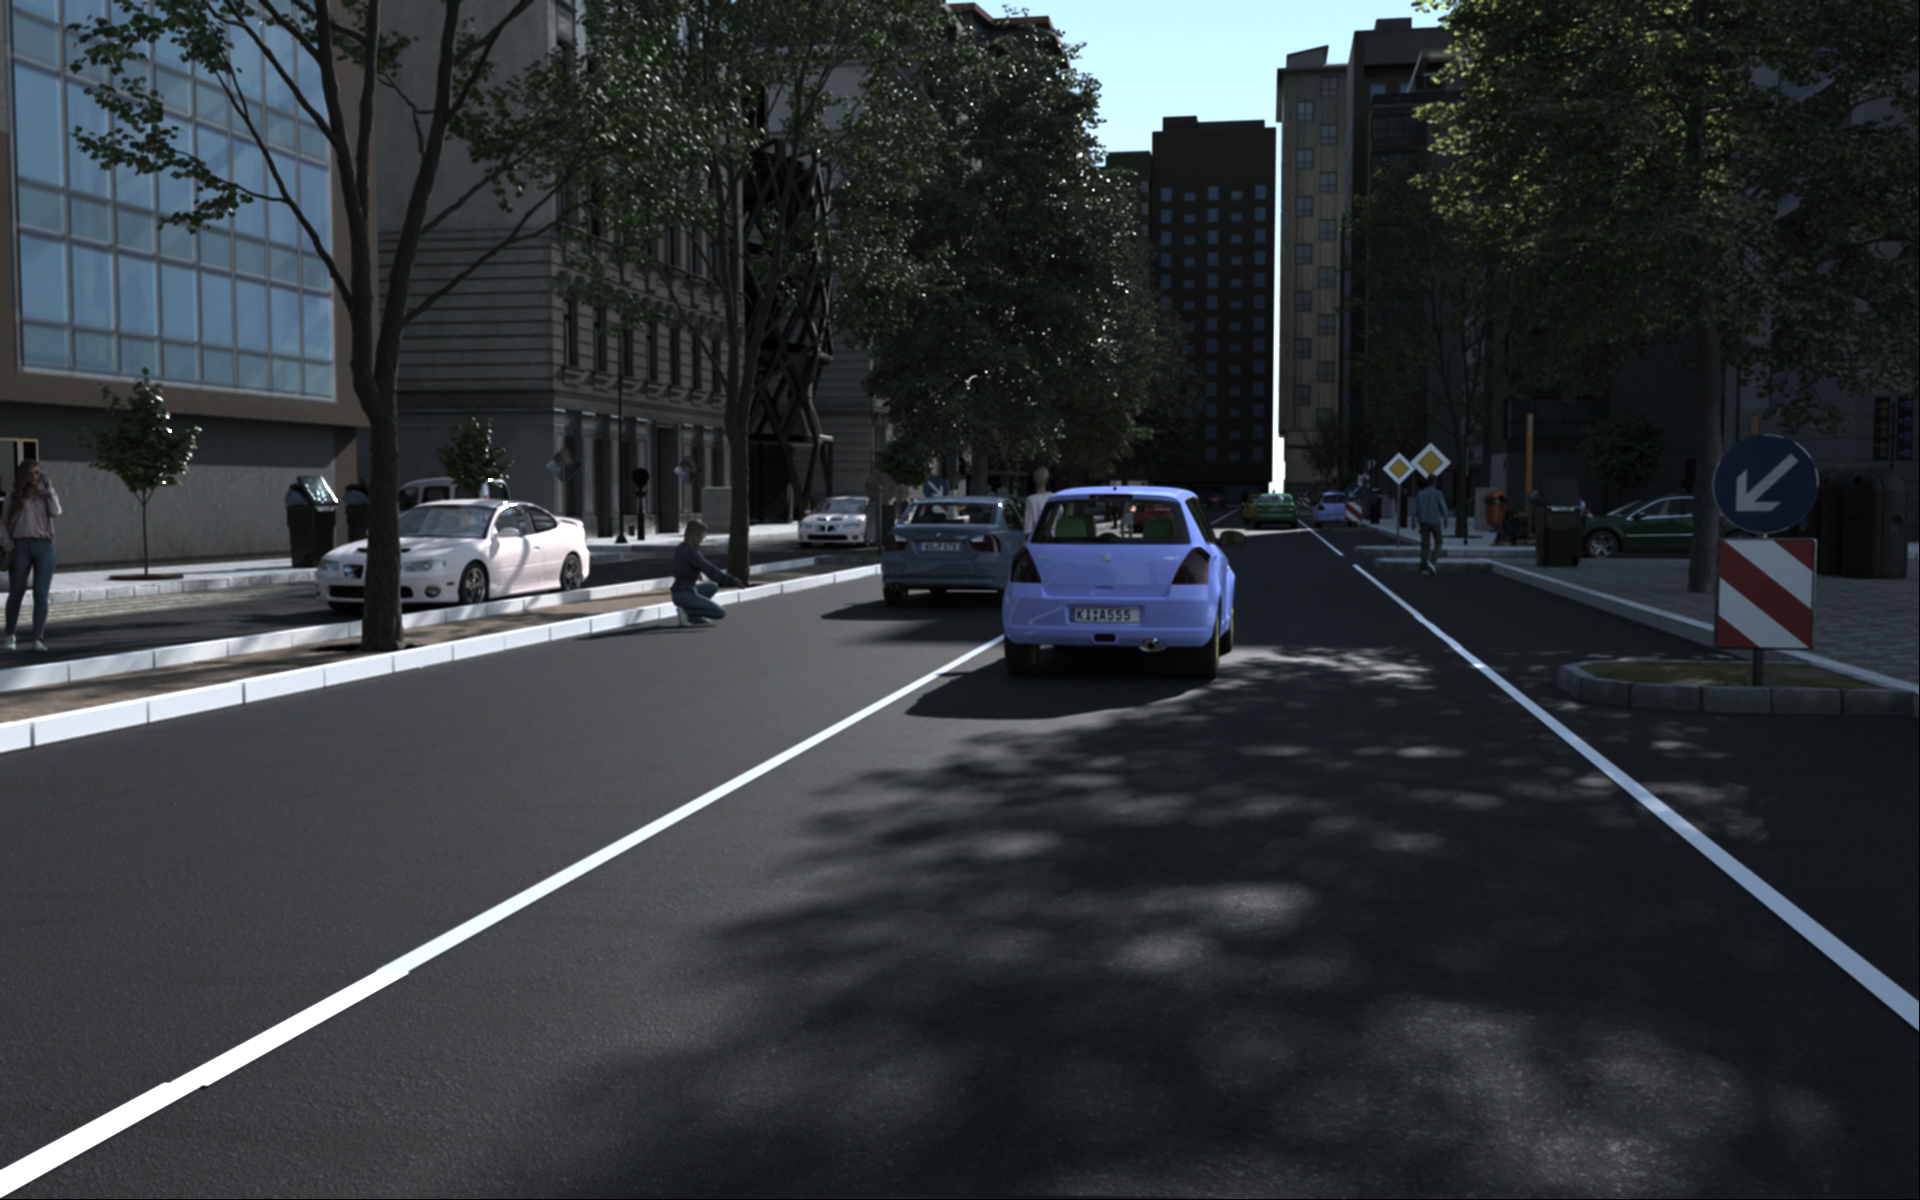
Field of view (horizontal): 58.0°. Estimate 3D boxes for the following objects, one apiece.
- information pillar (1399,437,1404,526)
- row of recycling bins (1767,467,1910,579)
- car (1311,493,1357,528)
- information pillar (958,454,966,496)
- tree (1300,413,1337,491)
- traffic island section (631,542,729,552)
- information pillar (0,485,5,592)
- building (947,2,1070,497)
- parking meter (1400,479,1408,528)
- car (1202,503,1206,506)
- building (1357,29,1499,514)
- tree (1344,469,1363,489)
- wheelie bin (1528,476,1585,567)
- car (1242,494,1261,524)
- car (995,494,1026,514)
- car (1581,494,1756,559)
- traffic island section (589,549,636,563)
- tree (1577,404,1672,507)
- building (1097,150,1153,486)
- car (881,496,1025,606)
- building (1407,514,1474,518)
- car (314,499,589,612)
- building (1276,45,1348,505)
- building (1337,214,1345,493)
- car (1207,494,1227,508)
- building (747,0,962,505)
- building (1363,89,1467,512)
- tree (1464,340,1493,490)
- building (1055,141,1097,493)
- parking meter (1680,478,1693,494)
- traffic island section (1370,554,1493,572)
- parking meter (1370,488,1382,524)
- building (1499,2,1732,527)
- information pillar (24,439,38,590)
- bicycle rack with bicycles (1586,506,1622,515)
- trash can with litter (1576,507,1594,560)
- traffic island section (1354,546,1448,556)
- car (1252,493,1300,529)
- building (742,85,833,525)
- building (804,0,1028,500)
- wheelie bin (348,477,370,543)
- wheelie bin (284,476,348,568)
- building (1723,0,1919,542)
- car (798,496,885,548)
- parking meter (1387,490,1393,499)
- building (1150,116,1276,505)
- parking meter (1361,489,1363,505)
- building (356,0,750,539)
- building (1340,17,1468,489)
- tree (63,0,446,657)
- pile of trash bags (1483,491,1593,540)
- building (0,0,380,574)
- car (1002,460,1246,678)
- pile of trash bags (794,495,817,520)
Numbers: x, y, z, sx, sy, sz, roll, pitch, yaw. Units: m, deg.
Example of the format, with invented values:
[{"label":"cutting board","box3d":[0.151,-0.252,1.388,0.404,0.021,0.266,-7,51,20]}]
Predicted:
[{"label":"information pillar","box3d":[17.955,-4.841,70.507,0.183,3.616,0.504,2,4,29]},{"label":"row of recycling bins","box3d":[14.064,-1.266,27.807,1.069,1.692,3.534,0,4,2]},{"label":"car","box3d":[16.063,-3.952,74.211,1.945,1.707,3.694,1,4,9]},{"label":"information pillar","box3d":[0.106,-6.636,99.855,0.504,3.616,0.183,2,4,34]},{"label":"tree","box3d":[33.248,-12.615,156.624,4.737,8.622,4.395,0,3,0]},{"label":"traffic island section","box3d":[-6.990,-1.357,44.463,2.009,0.180,2.903,1,4,10]},{"label":"information pillar","box3d":[-12.506,-1.115,22.729,0.304,2.012,0.304,-3,5,-41]},{"label":"building","box3d":[-1.773,-30.864,159.244,22.147,44.769,28.867,1,4,10]},{"label":"parking meter","box3d":[16.914,-3.686,65.970,0.255,1.863,0.399,1,4,13]},{"label":"car","box3d":[10.497,-4.341,81.192,2.015,1.641,3.980,1,4,11]},{"label":"building","box3d":[49.838,-27.659,144.113,32.217,40.220,23.993,1,4,10]},{"label":"tree","box3d":[27.049,-7.614,119.093,1.663,3.219,1.824,0,3,0]},{"label":"wheelie bin","box3d":[10.564,-1.399,30.778,0.980,1.594,0.693,0,4,0]},{"label":"car","box3d":[14.773,-4.559,84.762,2.015,1.641,3.980,1,4,12]},{"label":"car","box3d":[1.973,-3.899,75.547,2.131,1.459,4.920,1,4,11]},{"label":"car","box3d":[15.290,-1.585,37.714,4.920,1.459,2.131,0,4,8]},{"label":"traffic island section","box3d":[-8.378,-0.876,36.599,2.009,0.180,2.903,1,4,10]},{"label":"tree","box3d":[24.342,-4.880,63.503,4.285,4.588,4.351,0,3,0]},{"label":"building","box3d":[16.497,-32.203,210.112,14.086,41.232,14.154,1,4,10]},{"label":"car","box3d":[0.136,-0.701,23.471,2.014,1.417,4.499,1,4,11]},{"label":"building","box3d":[42.408,-24.926,99.413,32.217,40.220,23.993,1,4,10]},{"label":"car","box3d":[-6.416,-0.612,22.368,2.083,1.381,4.827,1,4,11]},{"label":"building","box3d":[52.245,-38.029,211.006,27.495,52.752,28.713,1,4,10]},{"label":"building","box3d":[46.194,-24.897,178.773,14.160,30.474,14.107,1,4,10]},{"label":"car","box3d":[26.880,-10.538,181.337,2.155,1.783,4.494,1,4,10]},{"label":"building","box3d":[-8.705,-19.111,99.847,14.401,28.519,23.554,1,4,10]},{"label":"building","box3d":[36.916,-21.754,127.374,14.160,30.474,14.107,1,4,10]},{"label":"tree","box3d":[25.916,-8.147,83.562,4.737,8.622,4.395,0,3,0]},{"label":"building","box3d":[6.686,-30.755,186.443,14.086,41.232,14.154,1,4,10]},{"label":"parking meter","box3d":[26.054,-3.452,62.145,0.255,1.863,0.399,0,4,-8]},{"label":"traffic island section","box3d":[9.094,-0.688,33.523,2.009,0.180,2.903,1,4,10]},{"label":"parking meter","box3d":[17.995,-4.078,75.087,0.372,1.533,0.369,0,3,0]},{"label":"building","box3d":[29.247,-18.350,71.719,14.160,30.474,14.107,1,4,10]},{"label":"information pillar","box3d":[-12.585,-1.147,23.252,0.304,2.012,0.304,1,4,14]},{"label":"bicycle rack with bicycles","box3d":[19.029,-2.356,51.902,2.925,0.926,2.852,0,4,-4]},{"label":"trash can with litter","box3d":[11.690,-1.353,33.513,1.055,1.170,0.624,-2,4,-34]},{"label":"traffic island section","box3d":[10.481,-1.169,41.387,2.009,0.180,2.903,1,4,10]},{"label":"car","box3d":[13.120,-3.861,71.919,1.959,1.807,4.718,1,4,11]},{"label":"building","box3d":[-14.273,-12.694,75.000,16.820,18.784,16.811,1,4,10]},{"label":"building","box3d":[-11.412,-27.023,133.712,32.217,40.220,23.993,1,4,10]},{"label":"wheelie bin","box3d":[-10.992,-1.471,31.959,0.693,1.594,0.980,-1,4,-10]},{"label":"wheelie bin","box3d":[-11.385,-1.371,30.325,0.693,1.594,0.980,1,4,19]},{"label":"building","box3d":[38.449,-30.866,46.652,28.212,58.520,21.231,1,4,10]},{"label":"car","box3d":[-3.127,-2.154,47.575,2.083,1.381,4.827,1,4,9]},{"label":"parking meter","box3d":[27.486,-6.253,110.644,0.372,1.533,0.369,0,3,0]},{"label":"building","box3d":[30.474,-34.111,207.818,14.200,45.320,14.600,1,4,10]},{"label":"parking meter","box3d":[21.762,-5.181,93.115,0.372,1.533,0.369,0,3,0]},{"label":"building","box3d":[-14.037,-12.653,56.033,9.793,20.994,18.267,1,4,10]},{"label":"building","box3d":[43.850,-31.453,164.364,14.600,45.320,14.200,1,4,10]},{"label":"tree","box3d":[-5.185,-5.327,15.305,9.928,11.665,9.643,0,3,0]},{"label":"pile of trash bags","box3d":[15.267,-2.221,46.058,3.447,1.369,1.912,-2,4,-29]},{"label":"building","box3d":[-20.652,-23.269,30.555,14.200,45.320,14.600,1,4,10]},{"label":"car","box3d":[1.459,-0.323,14.878,1.945,1.707,3.694,1,4,11]},{"label":"pile of trash bags","box3d":[-7.907,-4.596,84.903,1.912,1.369,3.447,-1,4,-21]}]
